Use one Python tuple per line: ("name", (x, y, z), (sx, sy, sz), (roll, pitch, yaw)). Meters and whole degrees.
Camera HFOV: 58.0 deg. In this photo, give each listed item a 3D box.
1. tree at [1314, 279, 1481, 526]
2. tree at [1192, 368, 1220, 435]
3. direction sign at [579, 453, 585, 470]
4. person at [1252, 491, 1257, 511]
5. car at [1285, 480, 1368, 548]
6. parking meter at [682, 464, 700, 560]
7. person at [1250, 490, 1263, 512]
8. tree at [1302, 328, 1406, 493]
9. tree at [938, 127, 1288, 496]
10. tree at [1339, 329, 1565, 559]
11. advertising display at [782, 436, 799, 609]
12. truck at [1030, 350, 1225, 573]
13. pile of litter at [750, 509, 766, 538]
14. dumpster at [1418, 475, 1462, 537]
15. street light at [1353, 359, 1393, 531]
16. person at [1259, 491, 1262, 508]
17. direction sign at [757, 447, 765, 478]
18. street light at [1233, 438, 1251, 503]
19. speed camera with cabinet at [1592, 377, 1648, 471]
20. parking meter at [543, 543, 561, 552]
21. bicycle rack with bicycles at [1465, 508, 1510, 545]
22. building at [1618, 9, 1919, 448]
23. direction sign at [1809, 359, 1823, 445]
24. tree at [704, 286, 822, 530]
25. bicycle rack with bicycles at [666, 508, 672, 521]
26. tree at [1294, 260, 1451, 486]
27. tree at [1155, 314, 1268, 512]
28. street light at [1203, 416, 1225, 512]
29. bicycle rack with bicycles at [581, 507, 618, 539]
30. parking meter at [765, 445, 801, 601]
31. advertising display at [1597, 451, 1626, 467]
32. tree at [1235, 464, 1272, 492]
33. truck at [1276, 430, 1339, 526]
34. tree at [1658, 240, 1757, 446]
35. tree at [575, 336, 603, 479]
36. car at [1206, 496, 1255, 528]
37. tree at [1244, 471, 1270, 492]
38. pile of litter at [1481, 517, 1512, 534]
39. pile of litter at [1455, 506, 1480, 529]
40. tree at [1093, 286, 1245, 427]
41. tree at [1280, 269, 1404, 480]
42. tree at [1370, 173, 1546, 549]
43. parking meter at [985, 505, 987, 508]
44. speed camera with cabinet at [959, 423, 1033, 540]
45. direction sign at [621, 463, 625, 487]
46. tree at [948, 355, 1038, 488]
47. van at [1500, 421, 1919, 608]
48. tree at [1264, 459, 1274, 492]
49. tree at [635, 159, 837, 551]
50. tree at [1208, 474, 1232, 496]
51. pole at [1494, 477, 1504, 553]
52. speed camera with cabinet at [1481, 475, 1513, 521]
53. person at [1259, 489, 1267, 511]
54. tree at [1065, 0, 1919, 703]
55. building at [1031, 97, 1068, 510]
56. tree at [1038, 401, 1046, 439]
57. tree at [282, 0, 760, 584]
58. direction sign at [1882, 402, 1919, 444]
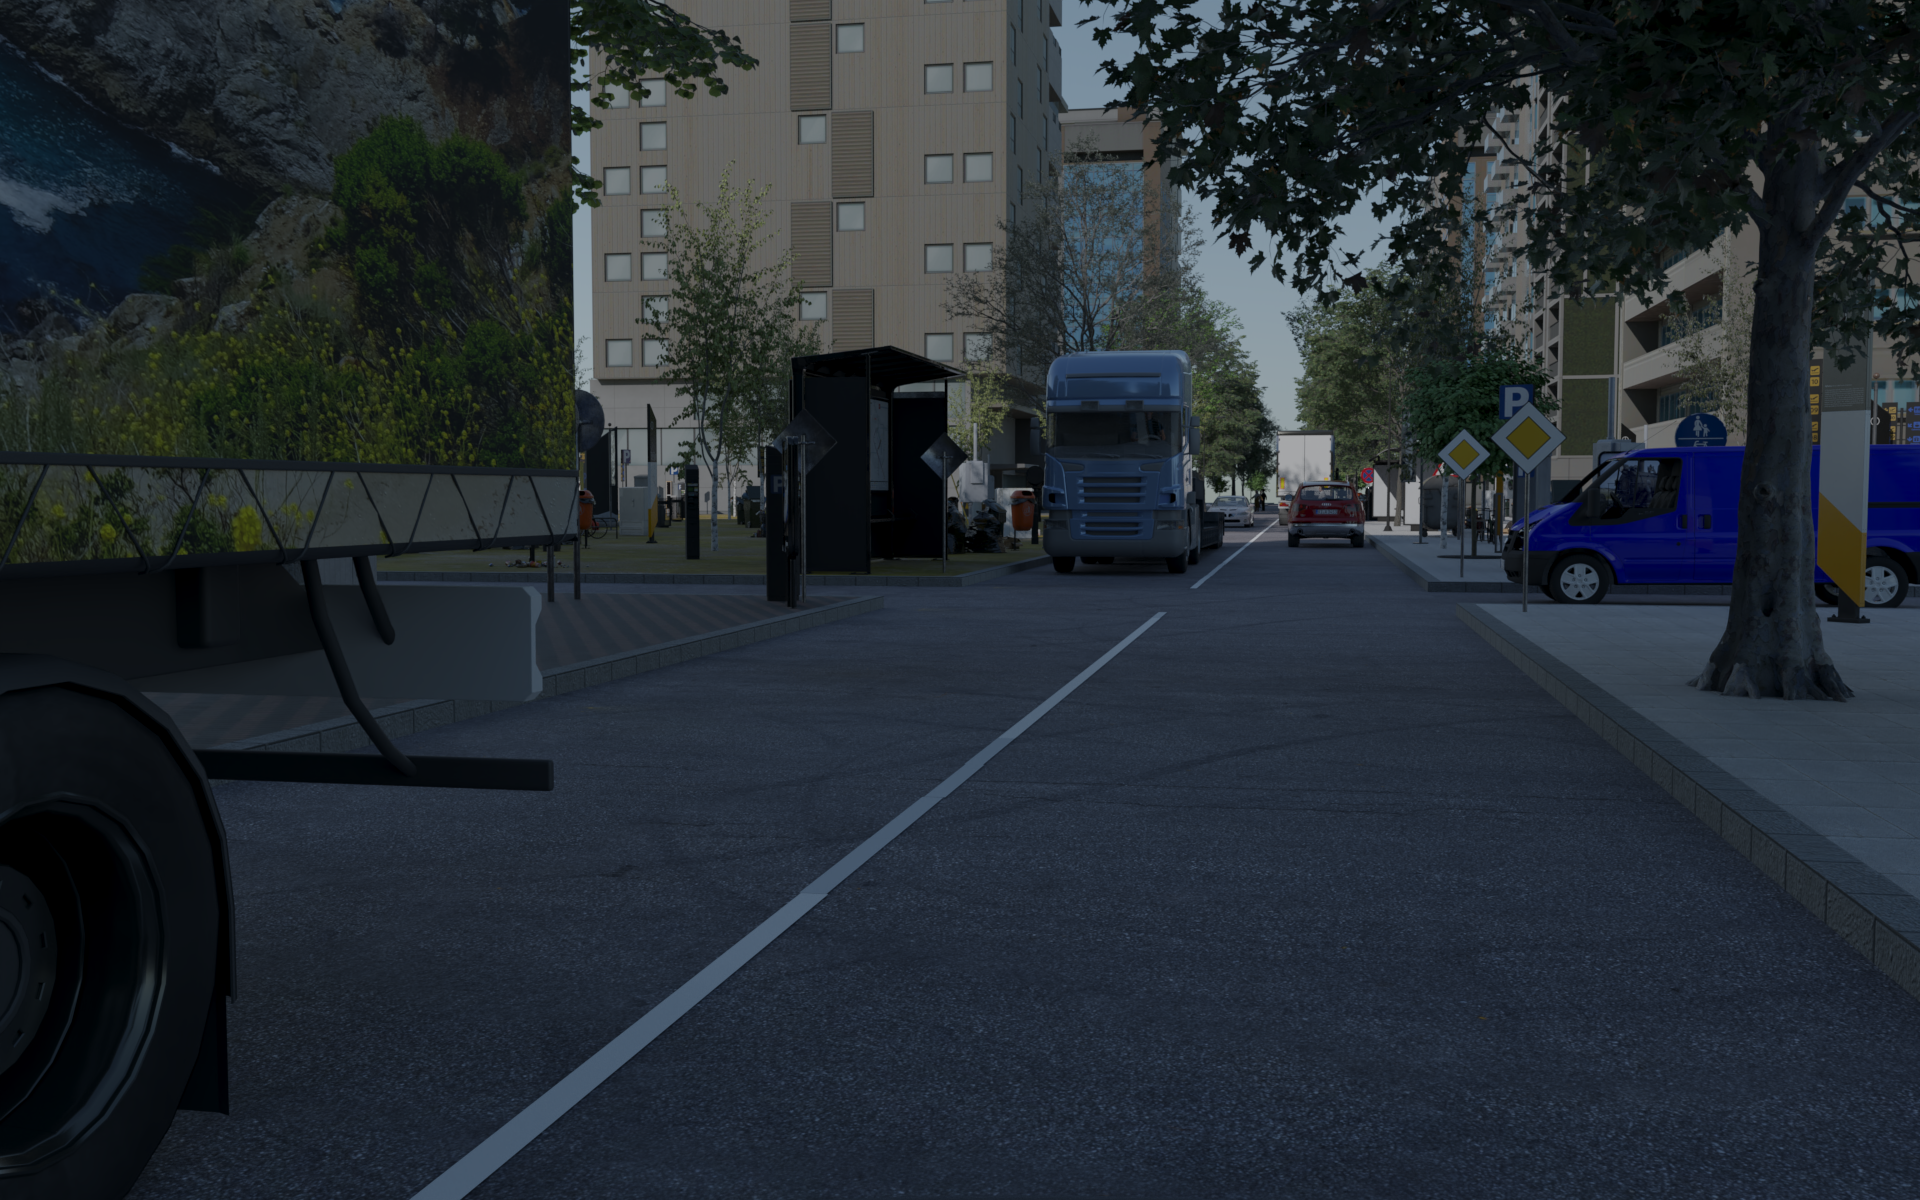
("tree", (17.706, -8.197, 68.433), (7.601, 10.594, 8.767), (0, 4, 1))
("tree", (11.851, -8.781, 93.925), (4.737, 8.622, 4.395), (0, 3, 0))
("direction sign", (-19.372, -5.991, 89.943), (0.876, 3.537, 0.379), (2, 4, 28))
("person", (25.291, -8.508, 148.390), (0.721, 1.735, 1.217), (-1, 4, -13))
("car", (10.145, -2.407, 48.033), (2.281, 1.827, 5.304), (1, 4, 12))
("parking meter", (-5.256, -1.730, 33.990), (0.255, 1.863, 0.399), (-1, 4, -14))
("person", (23.830, -7.953, 139.258), (1.217, 1.736, 0.721), (3, 5, 41))
("tree", (26.908, -12.198, 117.563), (7.486, 12.596, 7.792), (0, 3, 0))
("tree", (4.460, -9.094, 59.063), (12.009, 13.543, 11.850), (0, 3, 0))
("tree", (10.427, -3.122, 34.763), (4.285, 4.588, 4.351), (0, 3, 0))
("advertising display", (-1.938, -0.891, 19.781), (0.123, 1.923, 0.974), (-1, 4, -9))
("truck", (4.267, -2.971, 38.333), (2.967, 4.110, 18.799), (1, 4, 11))
("pile of litter", (-5.582, -2.276, 51.176), (1.176, 0.858, 1.719), (-3, 5, -40))
("dumpster", (14.401, -2.817, 51.818), (1.264, 1.857, 1.865), (1, 4, 11))
("street light", (14.226, -5.327, 59.644), (1.470, 5.913, 1.316), (1, 4, 11))
("person", (30.728, -10.220, 176.125), (0.750, 1.759, 0.617), (1, 4, 11))
("direction sign", (-9.233, -5.550, 82.744), (0.876, 3.537, 0.379), (0, 4, -2))
("street light", (23.291, -10.484, 143.959), (1.470, 5.913, 1.316), (1, 4, 11))
("speed camera with cabinet", (11.441, -2.107, 28.792), (0.660, 3.252, 2.038), (-1, 4, -21))
("parking meter", (-9.103, -2.014, 38.636), (0.399, 1.863, 0.255), (0, 4, 3))
("bicycle rack with bicycles", (14.254, -1.919, 44.755), (2.852, 0.926, 2.925), (2, 4, 31))
("building", (38.312, -27.007, 65.264), (21.300, 48.544, 21.600), (1, 4, 11))
("direction sign", (14.467, -2.261, 28.960), (0.379, 3.537, 0.876), (-3, 5, -43))
("tree", (-6.859, -6.822, 61.910), (4.360, 8.622, 3.978), (0, 3, 0))
("bicycle rack with bicycles", (-14.751, -4.259, 83.010), (2.852, 0.926, 2.925), (0, 4, -1))
("tree", (22.140, -11.341, 92.082), (9.857, 13.997, 8.962), (0, 3, 0))
("tree", (16.730, -13.002, 119.241), (9.857, 13.997, 8.962), (0, 3, 0))
("street light", (15.137, -8.013, 103.557), (1.470, 5.913, 1.316), (1, 4, 11))
("bicycle rack with bicycles", (-11.308, -2.232, 49.878), (2.925, 0.926, 2.852), (-3, 4, -38))
("parking meter", (-2.113, -0.922, 20.793), (0.399, 1.863, 0.255), (1, 4, 12))
("advertising display", (10.037, -1.266, 25.907), (0.974, 1.923, 0.123), (1, 4, 16))
("tree", (41.676, -17.853, 242.264), (4.737, 8.622, 4.395), (0, 3, 0))
("truck", (16.368, -5.668, 81.584), (2.839, 4.237, 11.283), (1, 4, 13))
("tree", (20.984, -5.869, 46.317), (4.360, 8.622, 3.978), (0, 3, 0))
("tree", (-17.388, -7.660, 75.605), (4.360, 8.622, 3.978), (0, 3, 0))
("car", (11.794, -3.854, 75.371), (2.083, 1.381, 4.827), (1, 4, 12))
("tree", (37.395, -14.332, 218.034), (4.285, 4.588, 4.351), (0, 3, 0))
("pile of litter", (17.777, -2.542, 55.535), (1.176, 0.858, 1.719), (-1, 4, -13))
("pile of litter", (18.758, -3.067, 64.118), (1.719, 0.858, 1.176), (0, 4, -1))
("tree", (9.773, -9.682, 84.056), (9.928, 11.665, 9.643), (0, 3, 0))
("tree", (33.420, -17.622, 144.010), (12.611, 20.169, 13.585), (0, 3, 0))
("tree", (11.537, -5.532, 40.807), (4.360, 8.622, 3.978), (0, 3, 0))
("parking meter", (1.579, -5.299, 95.044), (0.372, 1.533, 0.369), (0, 3, 0))
("speed camera with cabinet", (1.024, -3.327, 48.733), (2.038, 3.252, 0.660), (-1, 4, -19))
("direction sign", (-21.084, -7.113, 108.289), (0.379, 3.537, 0.876), (-2, 4, -24))
("tree", (0.762, -8.578, 90.617), (4.737, 8.622, 4.395), (0, 3, 0))
("van", (9.628, -1.077, 21.988), (5.245, 2.365, 2.240), (1, 4, 13))
("tree", (44.897, -18.764, 257.146), (4.360, 8.622, 3.978), (0, 3, 0))
("tree", (-5.460, -5.431, 39.156), (4.737, 8.622, 4.395), (0, 3, 0))
("tree", (19.092, -8.117, 127.315), (1.663, 3.219, 1.824), (0, 3, 0))
("pole", (11.739, -2.679, 37.643), (0.158, 3.312, 0.155), (0, 3, 0))
("speed camera with cabinet", (25.609, -5.385, 82.379), (2.038, 3.252, 0.660), (-3, 5, -41))
("person", (25.127, -8.290, 143.674), (0.705, 1.869, 1.348), (3, 5, 43))
("tree", (5.254, -5.733, 10.741), (9.611, 12.733, 9.660), (0, 3, 0))
("building", (-4.783, -27.750, 145.600), (32.217, 40.220, 23.993), (1, 4, 11))
("tree", (6.495, -8.964, 96.921), (4.737, 8.622, 4.395), (0, 3, 0))
("tree", (-4.985, -5.739, 11.958), (7.486, 12.596, 7.792), (0, 3, 0))
("direction sign", (23.172, -3.101, 42.700), (0.876, 3.537, 0.379), (2, 4, 28))
